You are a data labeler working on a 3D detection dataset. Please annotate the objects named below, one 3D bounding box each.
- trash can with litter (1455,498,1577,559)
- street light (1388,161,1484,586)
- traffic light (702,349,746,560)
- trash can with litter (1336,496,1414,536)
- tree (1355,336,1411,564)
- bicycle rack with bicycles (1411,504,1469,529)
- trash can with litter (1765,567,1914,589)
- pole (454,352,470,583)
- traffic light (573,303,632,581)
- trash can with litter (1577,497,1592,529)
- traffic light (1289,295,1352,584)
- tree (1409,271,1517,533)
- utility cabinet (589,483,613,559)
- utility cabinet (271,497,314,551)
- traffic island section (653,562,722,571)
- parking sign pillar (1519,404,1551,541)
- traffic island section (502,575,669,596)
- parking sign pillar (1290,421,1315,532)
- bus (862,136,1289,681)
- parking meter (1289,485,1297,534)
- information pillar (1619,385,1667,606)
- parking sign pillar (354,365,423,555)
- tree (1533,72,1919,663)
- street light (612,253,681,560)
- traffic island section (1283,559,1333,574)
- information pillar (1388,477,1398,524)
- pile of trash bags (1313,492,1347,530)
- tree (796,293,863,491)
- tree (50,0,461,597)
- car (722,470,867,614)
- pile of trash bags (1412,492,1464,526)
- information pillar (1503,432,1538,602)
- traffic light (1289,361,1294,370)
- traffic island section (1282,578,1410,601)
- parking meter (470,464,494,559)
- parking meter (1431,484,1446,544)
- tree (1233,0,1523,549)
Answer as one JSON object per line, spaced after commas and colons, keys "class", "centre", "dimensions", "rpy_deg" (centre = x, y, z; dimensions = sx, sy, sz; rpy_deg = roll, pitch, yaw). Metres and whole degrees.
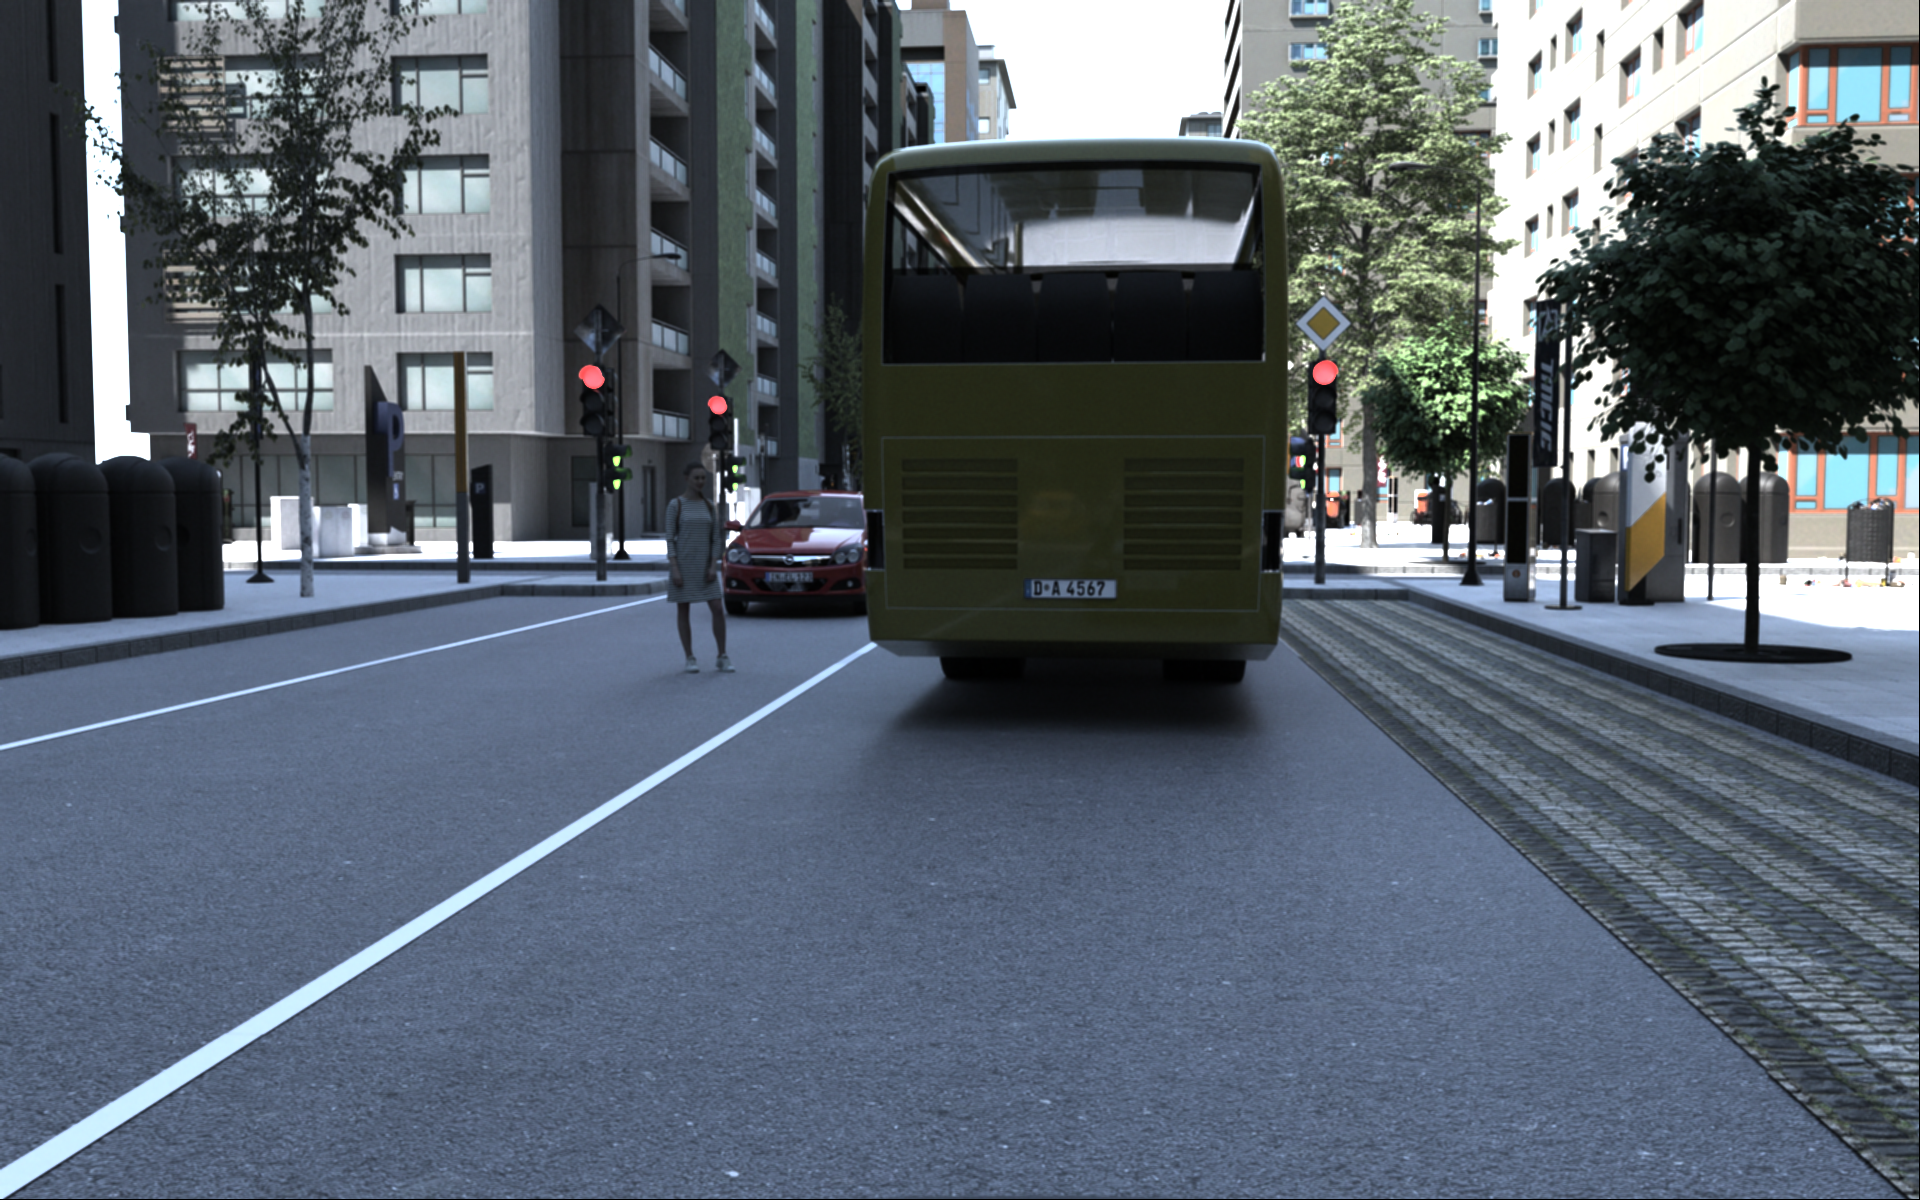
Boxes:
{"class": "trash can with litter", "centre": [10.980, -1.460, 34.923], "dimensions": [2.233, 1.210, 1.678], "rpy_deg": [0, 4, 3]}
{"class": "street light", "centre": [6.683, -3.167, 24.317], "dimensions": [1.470, 5.913, 1.316], "rpy_deg": [0, 4, 5]}
{"class": "traffic light", "centre": [-4.584, -2.727, 33.511], "dimensions": [0.839, 4.253, 0.868], "rpy_deg": [0, 4, 5]}
{"class": "trash can with litter", "centre": [12.683, -2.556, 52.844], "dimensions": [2.233, 1.210, 1.678], "rpy_deg": [1, 4, 20]}
{"class": "tree", "centre": [8.869, -2.937, 31.726], "dimensions": [4.285, 4.588, 4.351], "rpy_deg": [0, 3, 0]}
{"class": "bicycle rack with bicycles", "centre": [18.214, -3.122, 64.431], "dimensions": [2.852, 0.926, 2.925], "rpy_deg": [0, 4, 2]}
{"class": "trash can with litter", "centre": [12.185, -0.799, 24.117], "dimensions": [2.233, 1.210, 1.678], "rpy_deg": [1, 4, 18]}
{"class": "pole", "centre": [-7.170, -1.902, 24.937], "dimensions": [0.158, 3.312, 0.155], "rpy_deg": [0, 3, 0]}
{"class": "traffic light", "centre": [-5.298, -2.241, 25.558], "dimensions": [0.839, 4.253, 0.868], "rpy_deg": [0, 4, 5]}
{"class": "trash can with litter", "centre": [14.232, -1.812, 40.690], "dimensions": [2.233, 1.210, 1.678], "rpy_deg": [-1, 4, -22]}
{"class": "traffic light", "centre": [5.123, -2.185, 24.643], "dimensions": [0.839, 4.253, 0.868], "rpy_deg": [0, 4, 5]}
{"class": "tree", "centre": [15.907, -6.469, 56.136], "dimensions": [4.737, 8.622, 4.395], "rpy_deg": [0, 3, 0]}
{"class": "utility cabinet", "centre": [-7.046, -1.554, 34.085], "dimensions": [0.318, 1.500, 1.173], "rpy_deg": [0, 4, -4]}
{"class": "utility cabinet", "centre": [-15.195, -1.732, 39.484], "dimensions": [0.306, 1.237, 1.020], "rpy_deg": [2, 4, 25]}
{"class": "traffic island section", "centre": [-4.623, -0.695, 33.649], "dimensions": [2.009, 0.180, 2.903], "rpy_deg": [0, 4, 5]}
{"class": "parking sign pillar", "centre": [15.948, -3.657, 48.265], "dimensions": [1.447, 3.967, 1.447], "rpy_deg": [-1, 4, -10]}
{"class": "traffic island section", "centre": [-5.337, -0.209, 25.696], "dimensions": [2.009, 0.180, 2.903], "rpy_deg": [0, 4, 5]}
{"class": "parking sign pillar", "centre": [11.480, -4.309, 58.920], "dimensions": [1.447, 3.967, 1.447], "rpy_deg": [-1, 4, -22]}
{"class": "bus", "centre": [1.371, -1.509, 16.213], "dimensions": [2.896, 3.916, 12.252], "rpy_deg": [0, 4, 7]}
{"class": "parking meter", "centre": [10.757, -3.100, 56.402], "dimensions": [0.399, 1.863, 0.255], "rpy_deg": [1, 4, 18]}
{"class": "information pillar", "centre": [7.893, -1.747, 19.916], "dimensions": [0.504, 3.616, 0.183], "rpy_deg": [-1, 4, -17]}
{"class": "parking sign pillar", "centre": [-12.257, -2.967, 36.977], "dimensions": [1.447, 3.967, 1.447], "rpy_deg": [0, 4, 0]}
{"class": "tree", "centre": [6.304, -1.838, 13.769], "dimensions": [4.285, 4.588, 4.351], "rpy_deg": [0, 3, 0]}
{"class": "street light", "centre": [-6.055, -3.730, 33.533], "dimensions": [1.470, 5.913, 1.316], "rpy_deg": [0, 4, 5]}
{"class": "traffic island section", "centre": [5.876, -0.638, 32.706], "dimensions": [2.009, 0.180, 2.903], "rpy_deg": [0, 4, 5]}
{"class": "information pillar", "centre": [18.568, -4.268, 74.273], "dimensions": [0.304, 2.012, 0.304], "rpy_deg": [-2, 4, -31]}
{"class": "pile of trash bags", "centre": [13.297, -3.300, 63.715], "dimensions": [1.912, 1.369, 3.447], "rpy_deg": [0, 4, -6]}
{"class": "tree", "centre": [-3.905, -6.950, 63.995], "dimensions": [4.737, 8.622, 4.395], "rpy_deg": [0, 3, 0]}
{"class": "tree", "centre": [-8.399, -4.343, 21.376], "dimensions": [4.360, 8.622, 3.978], "rpy_deg": [0, 3, 0]}
{"class": "car", "centre": [-1.843, -0.794, 22.018], "dimensions": [2.155, 1.783, 4.494], "rpy_deg": [0, 4, 3]}
{"class": "pile of trash bags", "centre": [19.673, -3.800, 71.875], "dimensions": [1.912, 1.369, 3.447], "rpy_deg": [2, 4, 33]}
{"class": "information pillar", "centre": [6.691, -0.988, 20.654], "dimensions": [0.304, 2.012, 0.304], "rpy_deg": [2, 4, 34]}
{"class": "traffic light", "centre": [5.837, -2.671, 32.596], "dimensions": [0.839, 4.253, 0.868], "rpy_deg": [0, 4, 5]}
{"class": "traffic island section", "centre": [5.162, -0.151, 24.753], "dimensions": [2.009, 0.180, 2.903], "rpy_deg": [0, 4, 5]}
{"class": "parking meter", "centre": [-9.470, -1.748, 34.297], "dimensions": [0.399, 1.863, 0.255], "rpy_deg": [0, 4, 5]}
{"class": "parking meter", "centre": [12.400, -2.228, 44.843], "dimensions": [0.372, 1.533, 0.369], "rpy_deg": [0, 3, 0]}
{"class": "tree", "centre": [9.175, -7.437, 39.717], "dimensions": [7.486, 12.596, 7.792], "rpy_deg": [0, 3, 0]}
